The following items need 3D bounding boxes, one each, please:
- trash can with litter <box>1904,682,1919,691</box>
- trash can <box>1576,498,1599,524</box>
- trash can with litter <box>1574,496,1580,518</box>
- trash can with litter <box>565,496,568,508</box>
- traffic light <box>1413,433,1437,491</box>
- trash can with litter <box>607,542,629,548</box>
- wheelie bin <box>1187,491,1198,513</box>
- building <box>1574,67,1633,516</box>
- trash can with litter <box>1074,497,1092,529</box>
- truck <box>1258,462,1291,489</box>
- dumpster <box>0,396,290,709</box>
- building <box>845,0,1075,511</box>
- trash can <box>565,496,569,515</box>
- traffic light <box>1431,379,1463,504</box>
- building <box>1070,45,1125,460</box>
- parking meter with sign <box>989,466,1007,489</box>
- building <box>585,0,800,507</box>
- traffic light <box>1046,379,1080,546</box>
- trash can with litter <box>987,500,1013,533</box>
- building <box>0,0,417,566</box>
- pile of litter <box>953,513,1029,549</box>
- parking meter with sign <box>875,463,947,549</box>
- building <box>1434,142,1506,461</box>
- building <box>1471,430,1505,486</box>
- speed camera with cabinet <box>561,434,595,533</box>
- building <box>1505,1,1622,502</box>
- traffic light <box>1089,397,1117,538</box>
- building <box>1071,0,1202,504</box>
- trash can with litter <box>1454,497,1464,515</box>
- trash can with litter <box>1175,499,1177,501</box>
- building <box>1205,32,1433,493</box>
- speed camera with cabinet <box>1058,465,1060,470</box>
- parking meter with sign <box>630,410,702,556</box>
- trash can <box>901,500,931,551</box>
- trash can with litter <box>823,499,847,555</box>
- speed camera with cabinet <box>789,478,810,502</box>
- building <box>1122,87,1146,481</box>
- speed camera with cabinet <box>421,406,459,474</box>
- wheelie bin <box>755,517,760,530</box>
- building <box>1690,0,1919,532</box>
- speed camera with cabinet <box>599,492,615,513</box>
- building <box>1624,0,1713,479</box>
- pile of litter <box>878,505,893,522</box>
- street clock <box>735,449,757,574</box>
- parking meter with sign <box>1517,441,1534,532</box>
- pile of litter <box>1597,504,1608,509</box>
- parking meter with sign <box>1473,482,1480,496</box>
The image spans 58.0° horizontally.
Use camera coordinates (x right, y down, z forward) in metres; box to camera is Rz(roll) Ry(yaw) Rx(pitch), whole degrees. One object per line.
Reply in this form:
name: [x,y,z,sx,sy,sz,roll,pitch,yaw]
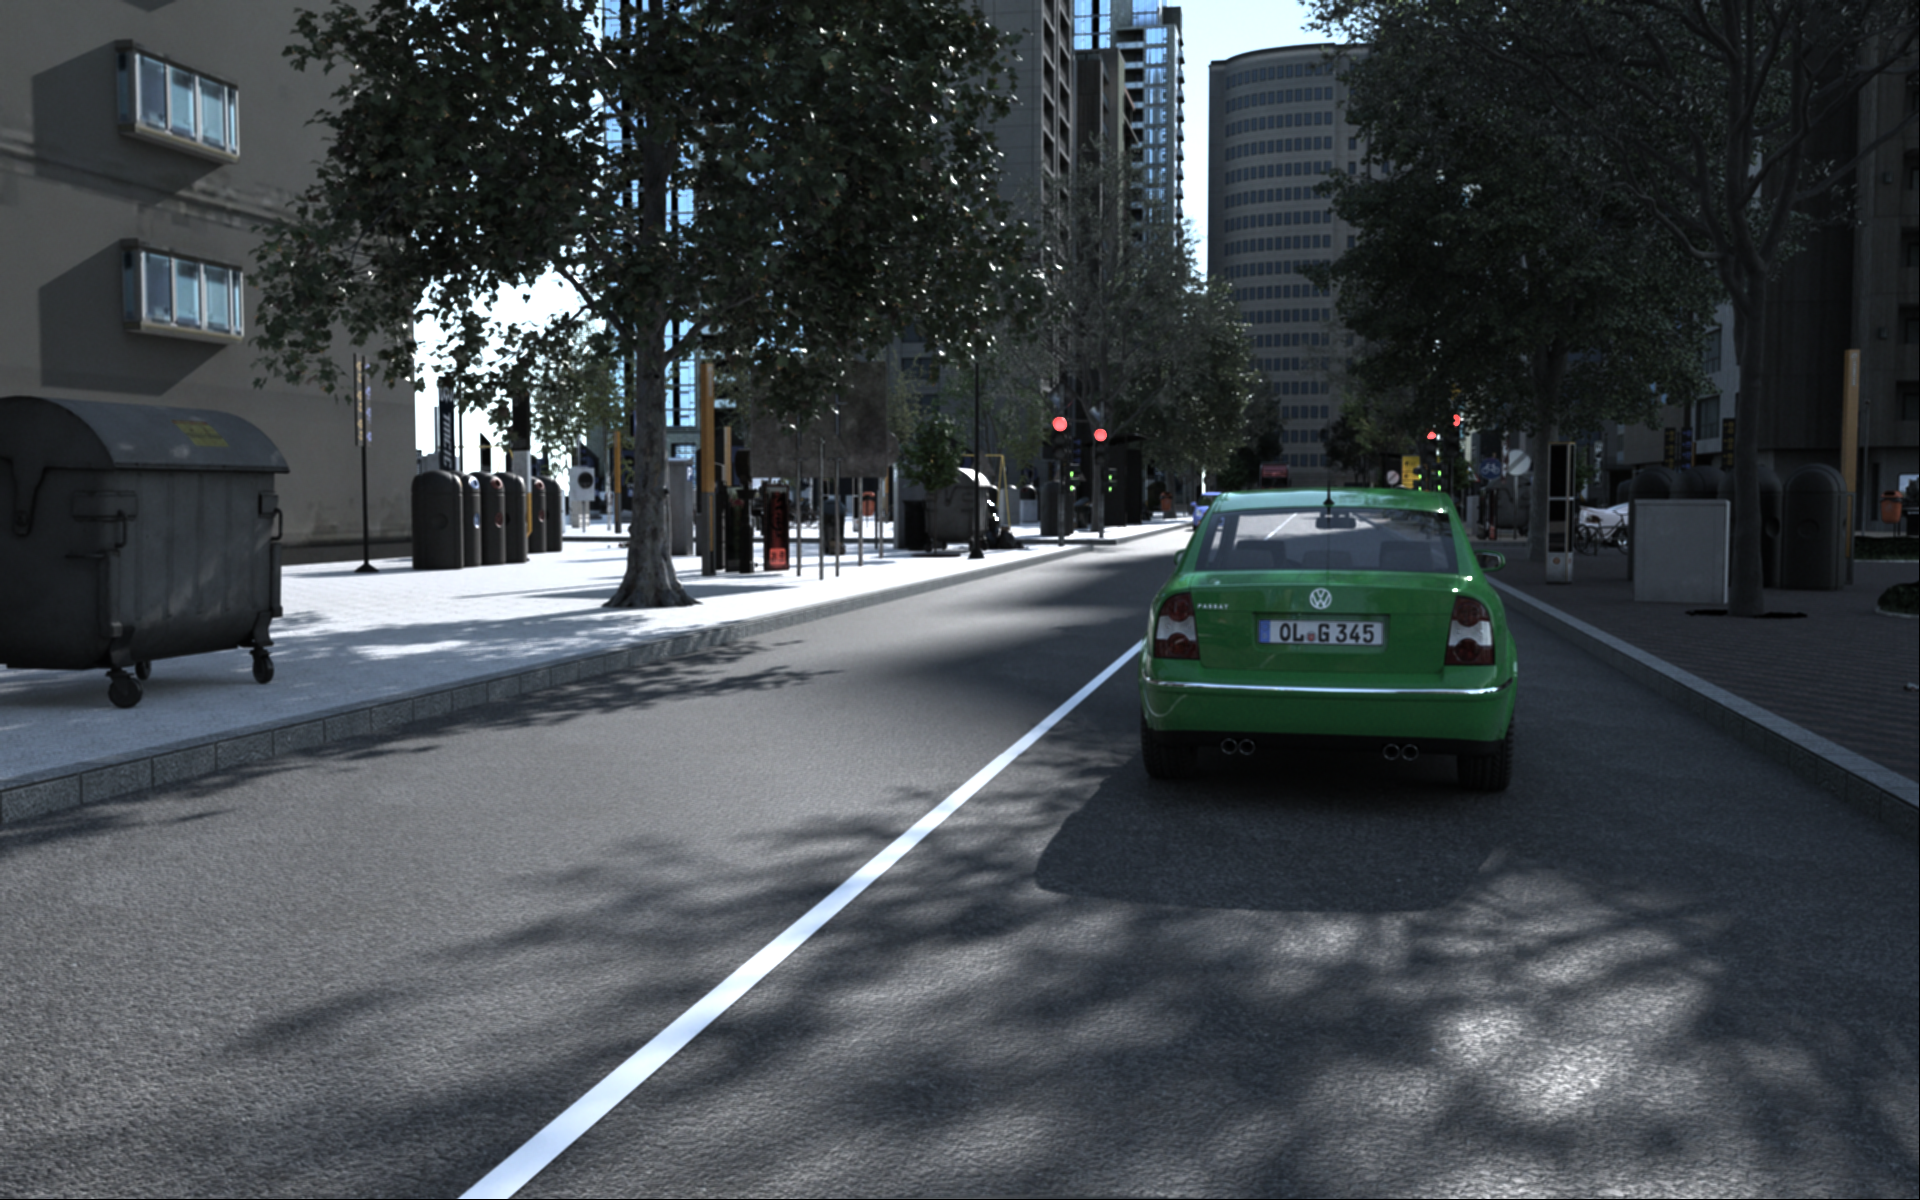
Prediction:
trash can with litter: [6.641,0.048,10.280,1.678,1.210,2.233,-1,4,-8]
trash can: [21.300,-2.886,58.837,0.748,1.137,0.748,0,3,0]
trash can with litter: [30.602,-4.537,85.240,2.233,1.210,1.678,-3,5,-42]
trash can with litter: [-27.723,-6.677,120.561,1.055,1.170,0.624,3,5,43]
traffic light: [13.101,-3.637,48.381,0.839,4.253,0.868,1,4,12]
trash can with litter: [-7.712,-1.884,41.854,1.678,1.210,2.233,-1,4,-22]
wheelie bin: [16.078,-6.846,119.841,0.693,1.594,0.980,0,4,-5]
building: [52.230,-24.956,99.911,32.217,40.220,23.993,1,4,12]
trash can with litter: [4.368,-3.203,63.751,1.055,1.170,0.624,-3,5,-44]
truck: [27.841,-10.071,153.574,2.839,4.237,11.283,1,4,10]
dumpster: [-5.355,-0.326,11.095,1.264,1.857,1.865,1,4,12]
building: [0.194,-42.734,136.956,20.563,71.187,20.611,1,4,12]
trash can: [-23.813,-5.653,104.081,0.748,1.137,0.748,0,3,0]
traffic light: [11.479,-3.158,40.561,0.839,4.253,0.868,1,4,12]
building: [6.913,-28.860,155.447,14.154,41.232,14.086,1,4,12]
parking meter with sign: [2.077,-6.906,109.170,1.738,3.016,0.543,-1,4,-15]
building: [-24.470,-53.385,185.519,31.000,86.520,22.319,1,4,12]
traffic light: [2.505,-3.271,42.399,0.839,4.253,0.868,1,4,12]
trash can with litter: [1.137,-2.603,53.952,1.055,1.170,0.624,1,4,12]
building: [-23.552,-24.592,25.785,21.600,48.544,21.300,1,4,12]
pile of litter: [0.719,-1.629,40.595,1.719,0.858,1.176,1,4,23]
parking meter with sign: [-1.172,-2.707,40.526,1.738,3.016,0.543,-1,4,-20]
building: [75.392,-36.735,220.227,30.456,49.044,23.786,1,4,12]
building: [62.000,-52.068,163.977,22.319,86.520,31.000,1,4,12]
speed camera with cabinet: [-12.995,-3.812,56.655,2.038,3.252,0.660,-3,5,-40]
building: [54.303,-36.345,136.245,21.231,58.520,28.212,1,4,12]
traffic light: [4.126,-3.749,50.218,0.839,4.253,0.868,1,4,12]
building: [16.697,-56.125,230.322,31.000,86.520,22.319,1,4,12]
trash can with litter: [34.243,-6.650,120.117,1.055,1.170,0.624,0,4,-4]
trash can with litter: [14.830,-6.739,121.567,0.624,1.170,1.055,1,4,18]
building: [46.451,-41.763,224.830,28.212,58.520,21.231,1,4,12]
speed camera with cabinet: [6.289,-7.536,117.551,0.660,3.252,2.038,-1,4,-19]
parking meter with sign: [-5.944,-2.436,36.093,1.738,3.016,0.543,1,4,13]
trash can: [-0.961,-1.698,39.422,0.748,1.137,0.748,0,3,0]
trash can with litter: [-2.611,-1.556,36.829,0.624,1.170,1.055,-1,4,-15]
speed camera with cabinet: [-9.154,-6.111,94.248,2.038,3.252,0.660,1,4,15]
building: [5.091,-32.252,181.937,28.867,44.769,22.147,1,4,12]
speed camera with cabinet: [-11.058,-2.736,39.065,2.038,3.252,0.660,0,4,7]
wheelie bin: [-6.874,-3.264,61.279,0.980,1.594,0.693,1,4,14]
building: [35.217,-17.772,62.270,14.107,30.474,14.160,1,4,12]
speed camera with cabinet: [-23.898,-7.357,114.624,2.038,3.252,0.660,1,4,17]
building: [37.760,-25.995,75.125,14.600,45.320,14.200,1,4,12]
pile of litter: [-3.339,-4.059,80.329,1.176,0.858,1.719,1,4,9]
street clock: [-3.453,-1.432,27.988,0.358,2.002,0.471,1,4,11]
parking meter with sign: [18.791,-3.710,56.917,0.543,3.016,1.738,0,4,-2]
pile of litter: [28.207,-3.825,76.507,1.176,0.858,1.719,-1,4,-9]
parking meter with sign: [28.830,-6.154,96.886,1.738,3.016,0.543,-1,4,-20]
